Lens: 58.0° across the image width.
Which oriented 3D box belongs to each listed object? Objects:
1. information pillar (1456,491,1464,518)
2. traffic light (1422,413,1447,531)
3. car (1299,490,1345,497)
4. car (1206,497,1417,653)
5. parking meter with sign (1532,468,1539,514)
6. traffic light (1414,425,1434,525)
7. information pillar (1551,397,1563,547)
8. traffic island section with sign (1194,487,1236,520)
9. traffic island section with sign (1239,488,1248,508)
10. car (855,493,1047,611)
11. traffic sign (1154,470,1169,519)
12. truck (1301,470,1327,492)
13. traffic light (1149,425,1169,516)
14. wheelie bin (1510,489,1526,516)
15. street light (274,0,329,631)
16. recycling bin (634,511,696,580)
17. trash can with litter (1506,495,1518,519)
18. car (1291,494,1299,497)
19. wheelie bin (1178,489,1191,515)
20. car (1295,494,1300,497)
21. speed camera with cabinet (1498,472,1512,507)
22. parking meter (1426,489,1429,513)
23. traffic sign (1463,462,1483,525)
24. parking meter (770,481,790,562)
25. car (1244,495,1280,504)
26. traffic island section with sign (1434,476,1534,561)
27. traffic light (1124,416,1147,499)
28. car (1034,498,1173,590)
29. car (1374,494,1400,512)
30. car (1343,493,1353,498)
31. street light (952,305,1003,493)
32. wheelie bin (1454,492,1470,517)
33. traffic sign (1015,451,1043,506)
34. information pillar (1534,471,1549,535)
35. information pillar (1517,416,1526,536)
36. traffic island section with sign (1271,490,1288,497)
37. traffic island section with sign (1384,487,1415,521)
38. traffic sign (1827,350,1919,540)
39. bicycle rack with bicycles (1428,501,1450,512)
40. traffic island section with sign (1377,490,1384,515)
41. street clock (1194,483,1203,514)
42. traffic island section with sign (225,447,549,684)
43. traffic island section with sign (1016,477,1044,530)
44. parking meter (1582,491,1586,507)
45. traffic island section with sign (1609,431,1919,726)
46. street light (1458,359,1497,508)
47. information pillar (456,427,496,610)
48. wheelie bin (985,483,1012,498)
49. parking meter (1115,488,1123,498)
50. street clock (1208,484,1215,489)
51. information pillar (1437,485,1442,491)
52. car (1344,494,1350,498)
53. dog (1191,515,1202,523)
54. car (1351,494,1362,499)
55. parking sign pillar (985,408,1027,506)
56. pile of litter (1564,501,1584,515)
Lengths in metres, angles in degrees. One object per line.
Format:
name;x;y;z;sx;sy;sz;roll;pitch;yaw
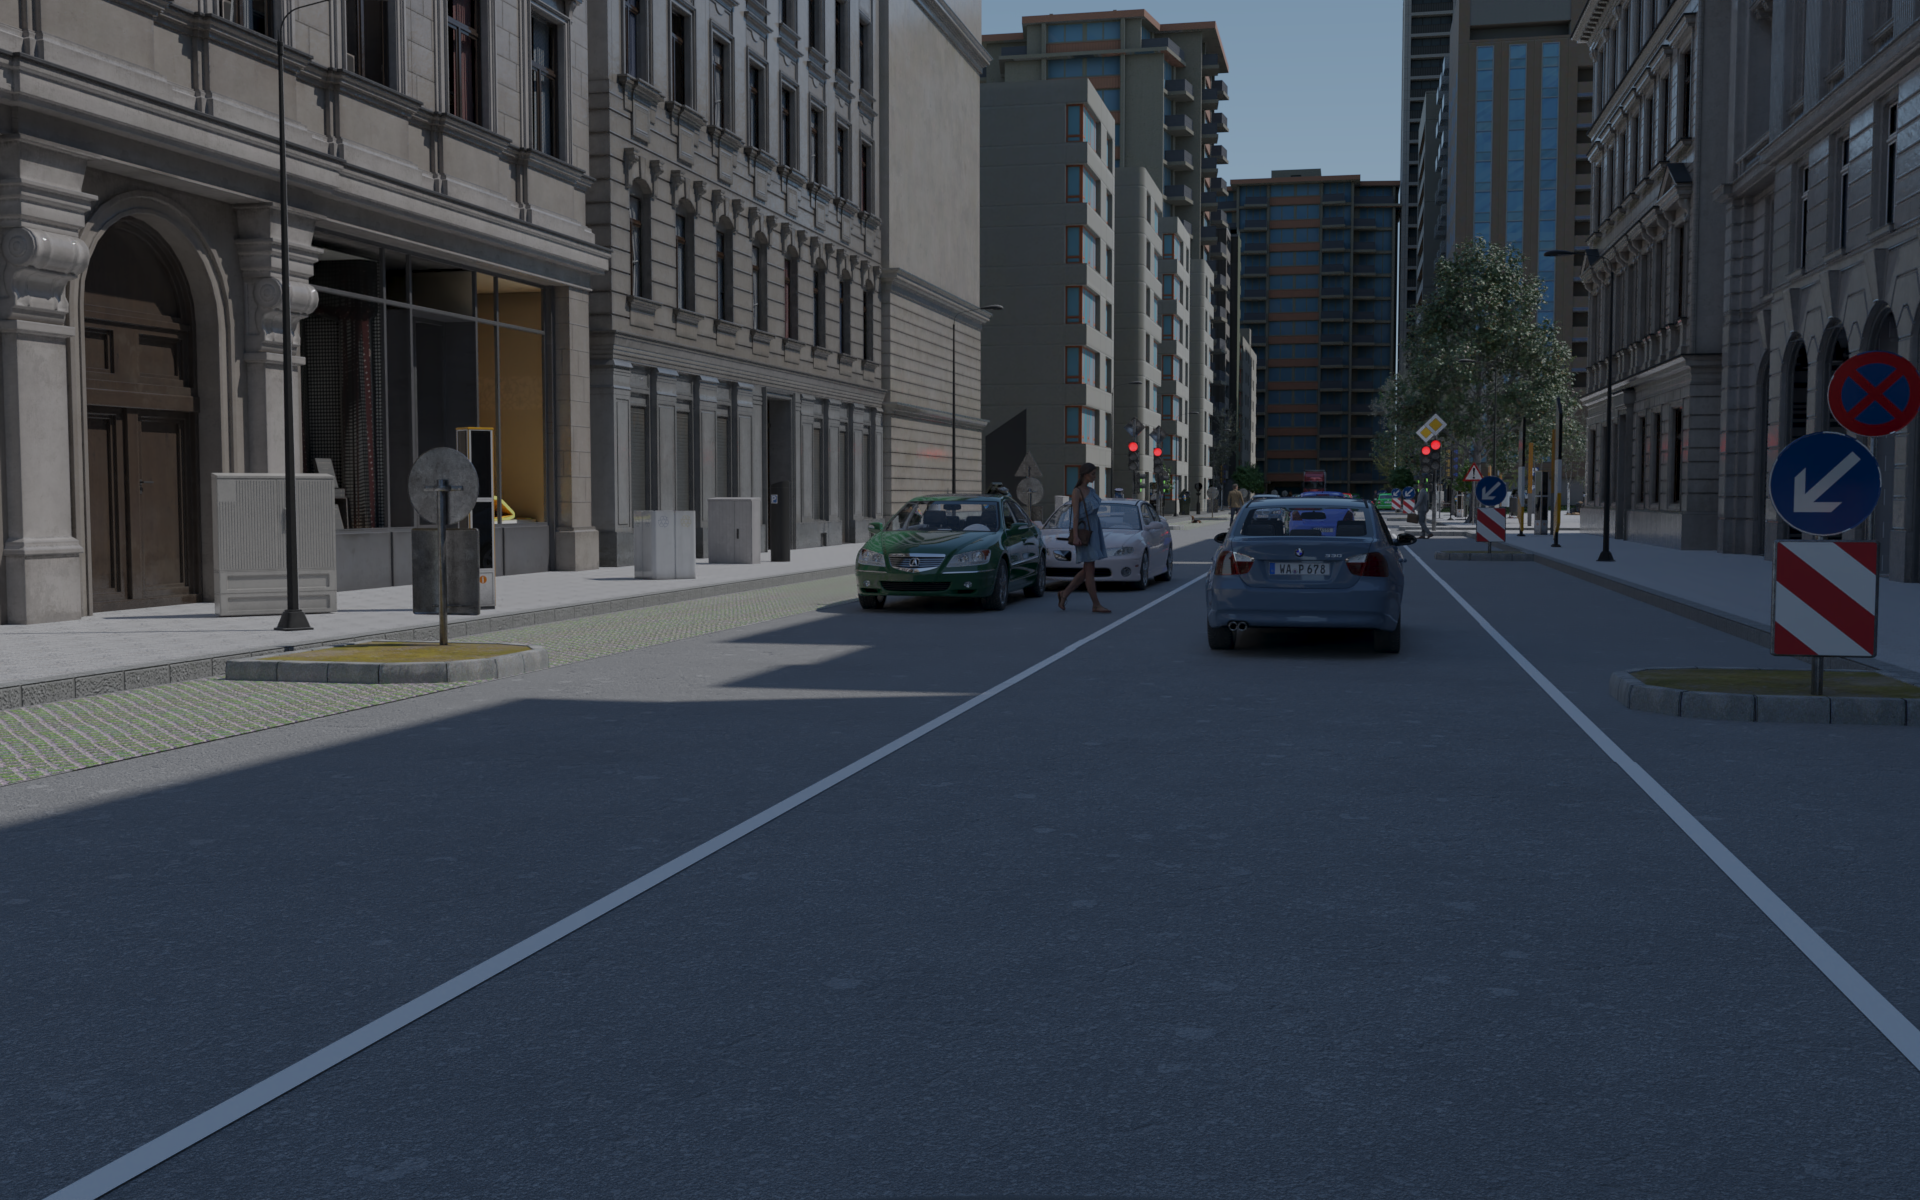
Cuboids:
information pillar;27.200;-5.485;94.167;0.304;2.012;0.304;2;4;31
traffic light;16.516;-4.367;60.322;0.839;4.253;0.868;1;4;13
car;9.579;-2.220;45.887;1.945;1.707;3.694;1;4;11
car;3.455;-0.308;17.034;2.014;1.417;4.499;1;4;14
parking meter with sign;37.353;-7.128;112.810;0.543;3.016;1.738;1;4;20
traffic light;18.282;-4.843;68.111;0.839;4.253;0.868;1;4;13
information pillar;14.425;-3.084;41.773;0.183;3.616;0.504;1;4;10
traffic island section with sign;13.836;-5.257;94.583;1.989;1.847;2.006;1;4;13
traffic island section with sign;19.830;-6.876;121.043;1.989;1.847;2.006;1;4;13
car;-0.025;-0.680;22.920;2.131;1.459;4.920;1;4;12
traffic sign;10.451;-5.493;89.923;0.768;2.556;0.104;1;4;20
truck;41.427;-13.045;202.202;2.839;4.237;11.283;1;4;13
traffic light;8.075;-4.983;70.400;0.839;4.253;0.868;1;4;13
wheelie bin;32.614;-5.705;101.190;0.980;1.594;0.693;-1;4;-15
street light;-5.768;-2.662;16.057;1.470;5.913;1.316;1;4;13
recycling bin;-4.476;-0.838;26.250;0.722;1.027;0.722;-2;4;-35
trash can with litter;28.692;-4.888;90.984;2.233;1.210;1.678;0;4;-5
car;32.367;-9.391;165.335;2.131;1.459;4.920;1;4;14
wheelie bin;13.672;-5.958;105.316;0.693;1.594;0.980;-1;4;-10
car;10.939;-2.543;53.375;2.131;1.459;4.920;1;4;11
speed camera with cabinet;41.158;-8.352;130.896;0.660;3.252;2.038;-1;4;-9
parking meter;32.414;-7.029;120.627;0.399;1.863;0.255;2;4;33
traffic sign;21.051;-4.341;70.986;0.884;2.594;0.081;1;4;18
parking meter;-3.407;-1.494;32.831;0.372;1.533;0.369;0;3;0
car;13.880;-4.076;78.651;2.014;1.417;4.499;1;4;14
traffic island section with sign;11.483;-1.799;38.036;1.989;1.847;2.006;1;4;13
traffic light;6.309;-4.507;62.611;0.839;4.253;0.868;1;4;13
car;2.251;-0.923;27.451;2.083;1.381;4.827;1;4;14
car;32.224;-7.445;130.516;1.959;1.807;4.718;1;4;13
car;25.348;-6.481;115.001;2.155;1.783;4.494;1;4;14
street light;0.373;-4.298;42.815;1.470;5.913;1.316;1;4;13
wheelie bin;27.962;-5.414;96.420;0.980;1.594;0.693;-3;5;-42
traffic sign;2.056;-3.188;52.124;0.884;2.594;0.081;1;4;19
information pillar;18.296;-3.058;54.493;0.304;2.012;0.304;-2;4;-26
information pillar;17.032;-3.741;52.520;0.183;3.616;0.504;0;4;5
traffic island section with sign;30.880;-9.854;169.732;1.989;1.847;2.006;1;4;13
traffic island section with sign;23.877;-5.141;92.680;1.989;1.847;2.006;1;4;13
traffic sign;8.134;-0.939;15.461;0.768;2.556;0.104;1;4;19
bicycle rack with bicycles;35.410;-6.965;127.255;2.925;0.926;2.852;0;4;-4
traffic island section with sign;29.897;-6.765;119.227;1.989;1.847;2.006;1;4;13
street clock;14.991;-6.381;108.903;0.471;2.002;0.358;-1;4;-22
traffic island section with sign;-4.446;-0.326;13.956;1.989;1.847;2.006;1;4;13
traffic island section with sign;1.605;-1.959;40.651;1.989;1.847;2.006;1;4;13
parking meter;45.136;-7.139;125.125;0.372;1.533;0.369;0;3;0
traffic island section with sign;5.534;-0.191;11.743;1.989;1.847;2.006;1;4;13
street light;17.843;-5.327;59.641;1.470;5.913;1.316;1;4;13
information pillar;-5.371;-0.901;19.227;0.304;2.012;0.304;-3;5;-41
wheelie bin;1.025;-2.461;48.153;0.693;1.594;0.980;2;4;29
parking meter;6.732;-3.971;73.341;0.372;1.533;0.369;0;3;0
street clock;18.992;-7.721;130.815;0.471;2.002;0.358;0;3;0
information pillar;37.671;-8.052;136.149;0.304;2.012;0.304;-1;4;-19
car;20.719;-5.094;95.083;2.131;1.459;4.920;1;4;13
dog;11.486;-3.925;84.374;0.550;0.427;0.748;-2;4;-33
car;43.316;-11.132;190.804;1.959;1.807;4.718;1;4;13
parking sign pillar;1.447;-4.048;54.664;1.447;3.967;1.447;0;4;1
pile of litter;37.556;-5.570;105.029;1.719;0.858;1.176;3;5;41
